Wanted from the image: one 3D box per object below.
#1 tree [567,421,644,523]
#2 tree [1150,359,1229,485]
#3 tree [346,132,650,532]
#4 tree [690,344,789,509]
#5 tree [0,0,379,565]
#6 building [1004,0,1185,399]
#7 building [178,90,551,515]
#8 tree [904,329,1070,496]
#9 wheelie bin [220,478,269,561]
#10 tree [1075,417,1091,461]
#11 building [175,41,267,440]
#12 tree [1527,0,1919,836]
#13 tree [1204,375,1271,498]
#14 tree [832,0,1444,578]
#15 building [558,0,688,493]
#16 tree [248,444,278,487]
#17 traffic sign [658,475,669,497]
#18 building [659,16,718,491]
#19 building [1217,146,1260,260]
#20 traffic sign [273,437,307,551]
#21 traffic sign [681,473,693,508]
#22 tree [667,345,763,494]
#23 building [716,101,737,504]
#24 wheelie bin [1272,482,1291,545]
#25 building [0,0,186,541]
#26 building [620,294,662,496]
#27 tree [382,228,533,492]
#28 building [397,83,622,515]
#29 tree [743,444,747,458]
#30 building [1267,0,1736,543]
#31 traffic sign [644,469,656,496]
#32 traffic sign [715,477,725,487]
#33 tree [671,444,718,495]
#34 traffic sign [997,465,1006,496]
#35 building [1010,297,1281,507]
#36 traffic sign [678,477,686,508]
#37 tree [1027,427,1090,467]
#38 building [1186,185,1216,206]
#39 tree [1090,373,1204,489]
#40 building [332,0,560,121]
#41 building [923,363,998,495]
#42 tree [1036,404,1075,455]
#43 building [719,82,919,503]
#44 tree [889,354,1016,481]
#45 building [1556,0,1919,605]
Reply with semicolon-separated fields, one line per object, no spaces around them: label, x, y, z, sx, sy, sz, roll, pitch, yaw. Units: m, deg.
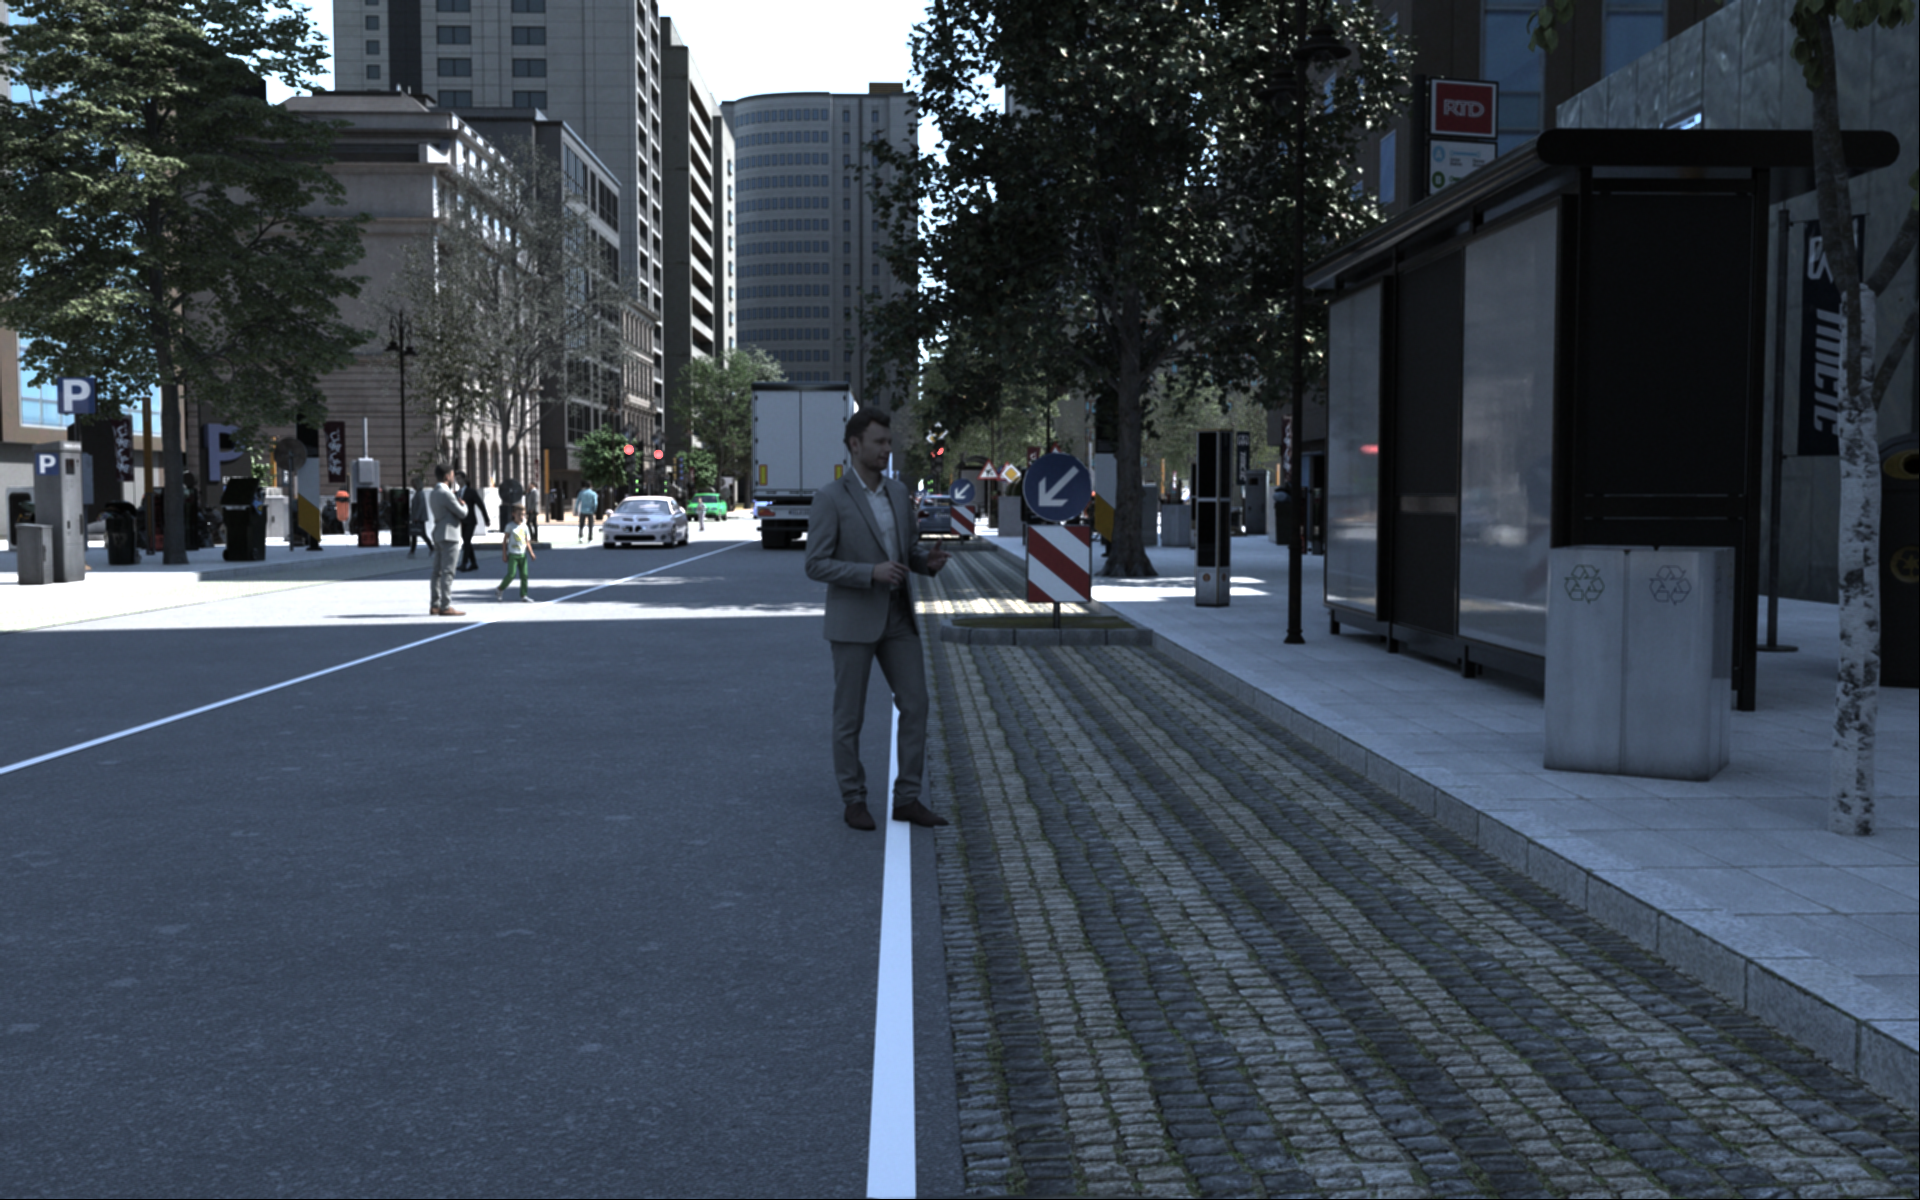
tree;-15.952;-5.771;78.062;4.285;4.588;4.351;0;3;0
tree;18.977;-13.746;142.871;7.486;12.596;7.792;0;3;0
tree;-15.211;-9.038;58.146;12.009;13.543;11.850;0;3;0
tree;-18.262;-14.795;148.555;9.857;13.997;8.962;0;3;0
tree;-14.816;-6.925;31.351;7.486;12.596;7.792;0;3;0
building;15.649;-40.466;203.617;21.231;58.520;28.212;0;4;-2
building;-31.040;-15.373;93.154;13.314;21.916;24.055;0;4;-2
tree;1.763;-10.042;82.308;7.486;12.596;7.792;0;3;0
wheelie bin;-13.762;-1.553;33.298;0.980;1.594;0.693;1;4;10
tree;11.328;-10.886;128.346;4.360;8.622;3.978;0;3;0
building;-44.802;-15.737;86.986;15.834;23.373;12.332;0;4;-2
tree;3.194;-3.413;6.166;4.737;8.622;4.395;0;3;0
tree;16.114;-8.941;96.541;4.360;8.622;3.978;0;3;0
tree;2.723;-6.719;26.866;9.611;12.733;9.660;0;3;0
building;-36.065;-44.049;158.450;20.563;71.187;20.611;0;4;-2
tree;-24.424;-3.974;59.575;1.663;3.219;1.824;0;3;0
traffic sign;-15.663;-5.469;91.555;0.606;2.300;0.079;0;4;7
building;-37.522;-34.057;180.536;21.300;48.544;21.600;0;4;-2
building;43.232;-35.837;209.644;21.600;48.544;21.300;0;4;-2
traffic sign;-15.072;-2.378;38.981;0.768;2.556;0.104;0;4;3
traffic sign;-16.709;-6.470;105.887;0.768;2.556;0.104;0;4;4
tree;-16.682;-11.906;120.418;9.928;11.665;9.643;0;3;0
building;-38.209;-35.608;205.887;21.600;48.544;21.300;0;4;-2
wheelie bin;8.255;-2.189;43.704;0.693;1.594;0.980;1;4;17
building;-33.268;-24.501;50.704;14.200;45.320;14.600;0;4;-2
building;-30.470;-16.774;138.880;10.561;19.102;19.286;0;4;-2
tree;-14.330;-6.023;48.846;4.360;8.622;3.978;0;3;0
building;-31.717;-19.783;116.955;14.314;27.812;24.014;0;4;-2
tree;-19.190;-17.337;193.827;12.009;13.543;11.850;0;3;0
building;16.196;-24.038;43.136;14.600;45.320;14.200;0;4;-2
traffic sign;-16.037;-5.455;89.302;0.768;2.556;0.104;0;4;4
traffic sign;-18.096;-7.987;130.698;0.768;2.556;0.104;0;4;-1
tree;-17.286;-7.928;113.340;4.285;4.588;4.351;0;3;0
traffic sign;1.977;-4.641;75.989;0.768;2.556;0.104;0;4;5
building;19.614;-20.263;176.342;27.650;21.520;28.899;0;4;-2
traffic sign;-17.142;-6.394;106.674;0.606;2.300;0.079;0;4;0
tree;2.695;-3.421;50.541;1.663;3.219;1.824;0;3;0
building;31.522;-36.657;249.450;14.200;45.320;14.600;0;4;-2
tree;10.238;-8.840;94.894;4.360;8.622;3.978;0;3;0
building;-60.239;-46.911;205.238;20.611;71.187;20.563;0;4;-2
building;9.089;-25.149;256.229;28.899;21.520;27.650;0;4;-2
tree;8.198;-11.691;141.516;4.360;8.622;3.978;0;3;0
building;-20.053;-43.343;250.650;28.212;58.520;21.231;0;4;-2
tree;-0.434;-13.804;136.060;12.009;13.543;11.850;0;3;0
building;21.558;-42.741;11.492;22.319;86.520;31.000;0;4;-2
